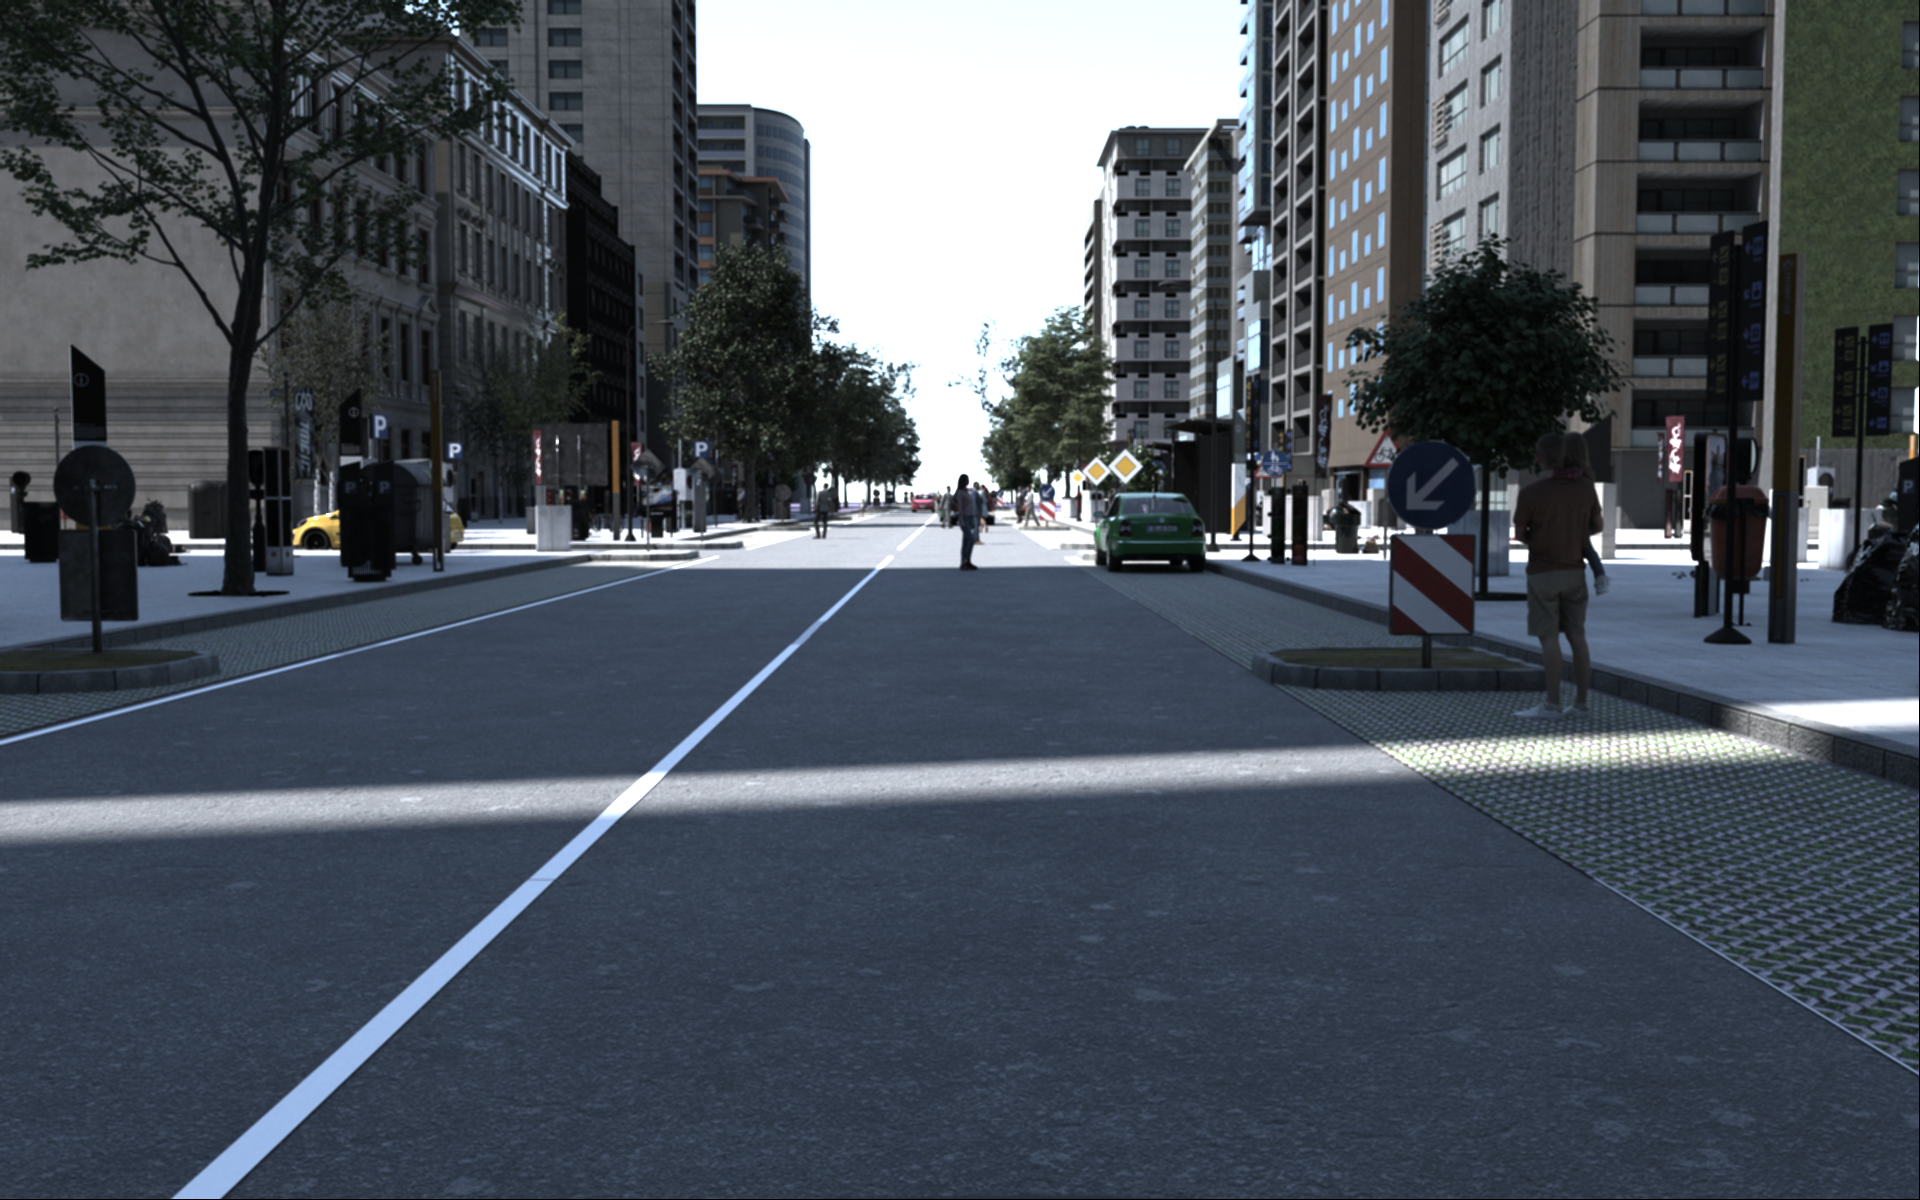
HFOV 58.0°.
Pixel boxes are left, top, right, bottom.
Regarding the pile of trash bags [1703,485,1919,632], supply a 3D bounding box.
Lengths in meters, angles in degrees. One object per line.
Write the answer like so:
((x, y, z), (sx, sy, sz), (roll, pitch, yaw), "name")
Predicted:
((9.047, -0.430, 16.778), (3.447, 1.369, 1.912), (1, 4, 13), "pile of trash bags")

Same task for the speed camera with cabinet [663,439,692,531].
((-10.200, -4.125, 61.781), (0.660, 3.252, 2.038), (2, 4, 25), "speed camera with cabinet")

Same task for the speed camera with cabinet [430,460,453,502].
((-14.799, -3.322, 48.657), (0.660, 3.252, 2.038), (0, 3, 0), "speed camera with cabinet")

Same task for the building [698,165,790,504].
((-34.635, -35.377, 233.039), (22.147, 44.769, 28.867), (0, 3, 0), "building")

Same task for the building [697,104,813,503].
((-34.054, -44.020, 261.724), (21.231, 58.520, 28.212), (0, 3, 0), "building")

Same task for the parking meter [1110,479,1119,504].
((5.823, -3.641, 65.245), (0.255, 1.863, 0.399), (2, 4, 25), "parking meter")

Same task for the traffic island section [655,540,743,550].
((-6.892, -1.459, 46.132), (2.009, 0.180, 2.903), (0, 3, 0), "traffic island section")

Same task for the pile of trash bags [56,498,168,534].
((-27.511, -2.847, 56.299), (3.447, 1.369, 1.912), (-1, 4, -12), "pile of trash bags")

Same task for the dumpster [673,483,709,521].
((-10.204, -3.785, 64.378), (1.502, 2.255, 1.985), (0, 3, 0), "dumpster")

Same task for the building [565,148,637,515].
((-28.786, -17.340, 113.191), (12.332, 23.373, 15.834), (0, 3, 0), "building")

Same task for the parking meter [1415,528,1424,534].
((14.625, -3.013, 54.975), (0.399, 1.863, 0.255), (1, 4, 23), "parking meter")

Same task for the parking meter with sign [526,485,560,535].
((-13.302, -3.630, 55.615), (0.543, 3.016, 1.738), (1, 4, 18), "parking meter with sign")

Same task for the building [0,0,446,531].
((-29.032, -14.281, 69.652), (11.583, 22.565, 21.152), (0, 3, 0), "building")

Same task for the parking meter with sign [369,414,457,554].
((-11.885, -2.525, 37.550), (1.738, 3.016, 0.543), (1, 4, 19), "parking meter with sign")

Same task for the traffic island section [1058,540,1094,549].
((3.649, -1.459, 46.135), (2.009, 0.180, 2.903), (0, 3, 0), "traffic island section")

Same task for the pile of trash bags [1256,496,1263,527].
((11.985, -3.602, 68.643), (3.447, 1.369, 1.912), (1, 4, 22), "pile of trash bags")

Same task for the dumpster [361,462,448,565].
((-10.274, -1.592, 31.788), (1.264, 1.857, 1.865), (0, 3, 0), "dumpster")

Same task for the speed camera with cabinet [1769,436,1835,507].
((28.656, -3.951, 58.927), (2.038, 3.252, 0.660), (0, 4, -8), "speed camera with cabinet")

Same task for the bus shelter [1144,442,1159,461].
((9.533, -5.495, 81.132), (1.731, 3.624, 6.357), (0, 3, 0), "bus shelter")

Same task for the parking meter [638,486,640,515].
((-19.260, -6.003, 103.862), (0.399, 1.863, 0.255), (1, 4, 17), "parking meter")

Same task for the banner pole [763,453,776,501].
((-9.752, -5.993, 87.998), (0.863, 3.779, 0.401), (1, 4, 13), "banner pole")

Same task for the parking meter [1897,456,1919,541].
((14.779, -1.295, 26.876), (0.255, 1.863, 0.399), (-1, 4, -21), "parking meter")

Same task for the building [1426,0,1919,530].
((26.856, -23.435, 66.760), (14.086, 41.232, 14.154), (0, 3, 0), "building")

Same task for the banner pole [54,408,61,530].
((-26.209, -3.692, 50.387), (0.401, 3.779, 0.863), (-1, 4, -20), "banner pole")

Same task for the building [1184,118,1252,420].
((35.850, -29.304, 170.996), (32.217, 40.220, 23.993), (0, 3, 0), "building")

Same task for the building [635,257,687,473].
((-37.398, -17.779, 135.729), (27.650, 21.520, 28.899), (0, 3, 0), "building")

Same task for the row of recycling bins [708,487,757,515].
((-14.529, -6.367, 111.217), (3.534, 1.692, 1.069), (-3, 5, -39), "row of recycling bins")

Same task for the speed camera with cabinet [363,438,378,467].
((-15.962, -3.162, 46.033), (0.660, 3.252, 2.038), (-2, 4, -30), "speed camera with cabinet")

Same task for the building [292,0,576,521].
((-29.348, -18.066, 92.639), (12.463, 27.353, 25.104), (0, 3, 0), "building")

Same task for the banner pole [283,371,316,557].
((-13.533, -2.778, 35.430), (0.401, 3.779, 0.863), (3, 4, 38), "banner pole")

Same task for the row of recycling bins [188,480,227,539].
((-21.855, -2.679, 50.917), (1.069, 1.692, 3.534), (-1, 4, -11), "row of recycling bins")

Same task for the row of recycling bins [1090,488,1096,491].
((8.158, -5.804, 102.013), (1.069, 1.692, 3.534), (0, 4, -1), "row of recycling bins")

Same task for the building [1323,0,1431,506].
((26.394, -26.597, 84.980), (14.600, 45.320, 14.200), (0, 3, 0), "building")

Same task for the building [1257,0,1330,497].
((29.704, -41.058, 109.550), (20.563, 71.187, 20.611), (0, 3, 0), "building")

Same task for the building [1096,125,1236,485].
((34.466, -40.070, 244.390), (28.713, 52.752, 27.495), (0, 3, 0), "building")

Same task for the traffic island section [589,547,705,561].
((-6.887, -0.970, 38.147), (2.009, 0.180, 2.903), (0, 3, 0), "traffic island section")

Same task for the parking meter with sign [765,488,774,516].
((-11.401, -6.562, 103.552), (0.543, 3.016, 1.738), (-1, 4, -22), "parking meter with sign")

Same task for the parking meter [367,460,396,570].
((-9.820, -1.449, 29.397), (0.399, 1.863, 0.255), (-3, 4, -38), "parking meter")

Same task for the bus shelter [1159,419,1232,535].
((7.948, -4.057, 57.616), (1.731, 3.624, 6.357), (0, 3, 0), "bus shelter")

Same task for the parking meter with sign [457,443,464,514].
((-17.124, -3.770, 57.907), (0.543, 3.016, 1.738), (0, 4, 2), "parking meter with sign")

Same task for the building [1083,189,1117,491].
((30.588, -39.479, 269.181), (21.300, 48.544, 21.600), (0, 3, 0), "building")

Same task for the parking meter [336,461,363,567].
((-10.796, -1.523, 30.620), (0.399, 1.863, 0.255), (-2, 4, -25), "parking meter")

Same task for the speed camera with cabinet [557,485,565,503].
((-20.880, -5.869, 90.289), (0.660, 3.252, 2.038), (2, 4, 33), "speed camera with cabinet")

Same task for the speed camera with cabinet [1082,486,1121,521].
((6.772, -5.405, 82.707), (2.038, 3.252, 0.660), (-3, 4, -37), "speed camera with cabinet")

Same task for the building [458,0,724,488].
((-32.772, -44.078, 158.925), (20.563, 71.187, 20.611), (0, 3, 0), "building")

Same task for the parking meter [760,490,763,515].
((-12.064, -5.983, 106.232), (0.372, 1.533, 0.369), (0, 3, 0), "parking meter")

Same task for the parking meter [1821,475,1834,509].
((27.117, -2.965, 54.183), (0.399, 1.863, 0.255), (-3, 5, -39), "parking meter")

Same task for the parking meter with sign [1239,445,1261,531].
((10.143, -3.949, 60.829), (0.543, 3.016, 1.738), (1, 4, 19), "parking meter with sign")

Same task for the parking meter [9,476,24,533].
((-30.903, -3.123, 56.780), (0.399, 1.863, 0.255), (2, 4, 26), "parking meter")

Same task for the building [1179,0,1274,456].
((31.210, -50.669, 141.101), (22.319, 86.520, 31.000), (0, 3, 0), "building")

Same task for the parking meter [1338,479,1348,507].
((14.622, -3.698, 66.181), (0.255, 1.863, 0.399), (-1, 4, -17), "parking meter")

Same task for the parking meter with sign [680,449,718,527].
((-10.249, -4.323, 66.946), (1.738, 3.016, 0.543), (0, 4, 4), "parking meter with sign")

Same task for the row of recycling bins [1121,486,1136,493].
((8.594, -5.139, 91.132), (1.069, 1.692, 3.534), (1, 4, 20), "row of recycling bins")

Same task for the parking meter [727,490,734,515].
((-14.063, -5.974, 106.083), (0.372, 1.533, 0.369), (0, 3, 0), "parking meter")

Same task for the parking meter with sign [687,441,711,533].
((-8.683, -3.764, 57.799), (0.543, 3.016, 1.738), (-1, 4, -13), "parking meter with sign")

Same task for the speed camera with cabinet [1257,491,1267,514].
((14.363, -5.663, 86.928), (2.038, 3.252, 0.660), (0, 4, 6), "speed camera with cabinet")

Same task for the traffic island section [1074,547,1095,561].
((3.655, -0.971, 38.150), (2.009, 0.180, 2.903), (0, 3, 0), "traffic island section")

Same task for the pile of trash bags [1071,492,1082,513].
((8.111, -6.600, 117.661), (1.912, 1.369, 3.447), (0, 4, -6), "pile of trash bags")
